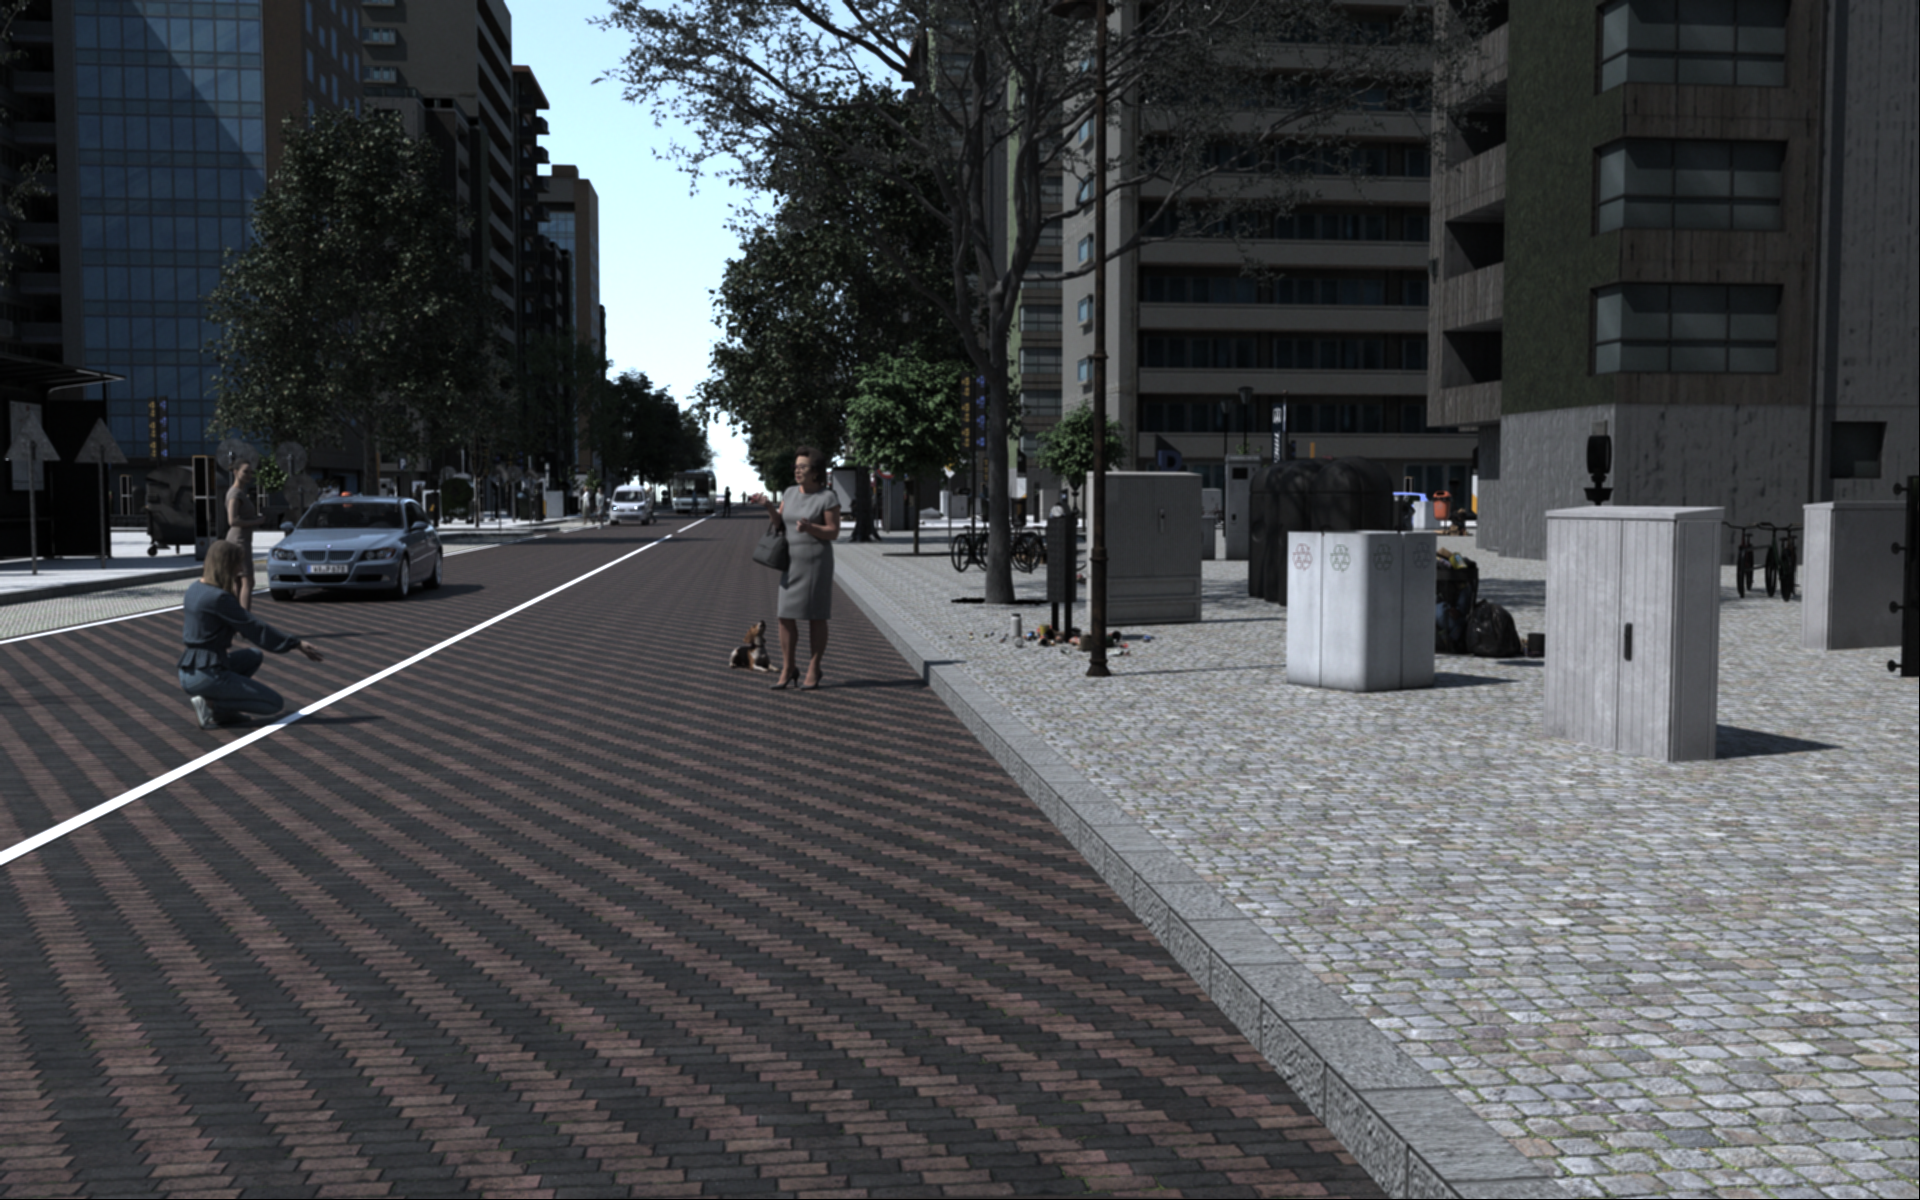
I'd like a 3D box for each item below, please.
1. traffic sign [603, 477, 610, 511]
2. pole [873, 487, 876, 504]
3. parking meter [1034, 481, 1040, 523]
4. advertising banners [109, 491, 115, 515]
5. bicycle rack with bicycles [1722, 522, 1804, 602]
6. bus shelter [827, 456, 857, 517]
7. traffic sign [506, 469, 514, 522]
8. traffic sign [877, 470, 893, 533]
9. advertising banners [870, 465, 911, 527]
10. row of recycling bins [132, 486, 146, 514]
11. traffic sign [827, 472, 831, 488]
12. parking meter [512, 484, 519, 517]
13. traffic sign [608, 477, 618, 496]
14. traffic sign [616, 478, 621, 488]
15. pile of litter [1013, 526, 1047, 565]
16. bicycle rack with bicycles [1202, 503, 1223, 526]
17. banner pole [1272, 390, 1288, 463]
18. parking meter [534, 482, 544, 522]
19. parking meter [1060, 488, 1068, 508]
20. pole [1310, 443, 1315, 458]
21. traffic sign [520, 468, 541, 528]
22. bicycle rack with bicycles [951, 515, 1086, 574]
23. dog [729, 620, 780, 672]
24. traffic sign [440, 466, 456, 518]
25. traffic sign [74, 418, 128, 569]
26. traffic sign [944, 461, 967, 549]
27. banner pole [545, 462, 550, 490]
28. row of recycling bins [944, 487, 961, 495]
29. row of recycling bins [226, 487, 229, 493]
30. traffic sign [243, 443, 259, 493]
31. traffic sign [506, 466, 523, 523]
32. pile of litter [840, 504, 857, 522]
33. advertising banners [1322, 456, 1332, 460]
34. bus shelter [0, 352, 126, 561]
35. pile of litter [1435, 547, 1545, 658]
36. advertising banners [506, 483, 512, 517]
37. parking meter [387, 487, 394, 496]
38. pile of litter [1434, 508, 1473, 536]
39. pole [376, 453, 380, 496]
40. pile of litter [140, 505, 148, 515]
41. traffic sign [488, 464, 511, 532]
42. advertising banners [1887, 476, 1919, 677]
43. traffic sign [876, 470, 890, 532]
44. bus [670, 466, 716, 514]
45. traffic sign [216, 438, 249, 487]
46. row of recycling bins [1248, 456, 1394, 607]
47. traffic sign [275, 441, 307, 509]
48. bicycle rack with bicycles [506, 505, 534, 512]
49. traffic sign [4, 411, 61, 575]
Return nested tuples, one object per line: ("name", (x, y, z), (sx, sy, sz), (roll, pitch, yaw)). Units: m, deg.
("traffic sign", (-27.056, -8.107, 132.659), (0.768, 2.556, 0.104), (0, 4, 0))
("pole", (-4.443, -5.937, 90.908), (0.158, 3.312, 0.155), (0, 3, 0))
("parking meter", (3.397, -4.337, 76.617), (0.255, 1.863, 0.399), (0, 4, 4))
("advertising banners", (-38.645, -5.004, 78.005), (2.074, 3.025, 0.090), (3, 4, 36))
("bicycle rack with bicycles", (10.669, -0.495, 21.478), (2.852, 0.926, 2.925), (3, 4, 36))
("bus shelter", (-6.189, -6.192, 95.166), (2.014, 3.302, 5.546), (0, 4, -7))
("traffic sign", (-20.541, -4.863, 79.620), (0.768, 2.556, 0.104), (0, 4, -1))
("traffic sign", (-2.364, -3.464, 56.738), (0.768, 2.556, 0.104), (0, 4, 2))
("advertising banners", (-2.823, -4.357, 67.429), (2.074, 3.025, 0.090), (2, 4, 28))
("row of recycling bins", (-38.391, -4.697, 83.909), (3.534, 1.692, 1.069), (-1, 4, -22))
("traffic sign", (-7.430, -6.046, 98.965), (0.768, 2.556, 0.104), (0, 4, 2))
("parking meter", (-24.635, -5.524, 96.029), (0.255, 1.863, 0.399), (1, 4, 18))
("traffic sign", (-26.225, -8.006, 131.009), (0.768, 2.556, 0.104), (0, 3, 0))
("traffic sign", (-26.625, -8.203, 134.217), (0.768, 2.556, 0.104), (0, 4, 3))
("pile of litter", (1.548, -1.115, 32.194), (1.176, 0.858, 1.719), (1, 4, 19))
("bicycle rack with bicycles", (11.003, -3.459, 69.935), (2.925, 0.926, 2.852), (2, 4, 27))
("banner pole", (7.752, -3.178, 41.977), (0.401, 3.779, 0.863), (-1, 4, -18))
("parking meter", (-19.713, -4.607, 81.038), (0.255, 1.863, 0.399), (2, 4, 26))
("parking meter", (4.499, -4.078, 75.084), (0.372, 1.533, 0.369), (0, 3, 0))
("pole", (13.956, -4.575, 68.652), (0.158, 3.312, 0.155), (0, 3, 0))
("traffic sign", (-16.407, -3.824, 66.159), (0.795, 2.450, 0.064), (0, 4, -7))
("bicycle rack with bicycles", (1.022, -0.959, 29.058), (2.925, 0.926, 2.852), (-3, 5, -39))
("dog", (-1.652, 0.363, 14.263), (0.550, 0.427, 0.748), (1, 4, 12))
("traffic sign", (-23.290, -4.815, 78.830), (0.768, 2.556, 0.104), (0, 4, -4))
("traffic sign", (-14.663, -1.809, 29.577), (0.884, 2.594, 0.081), (0, 4, -3))
("traffic sign", (-0.240, -2.400, 40.421), (0.795, 2.450, 0.064), (0, 4, 0))
("banner pole", (-28.659, -7.940, 119.836), (0.863, 3.779, 0.401), (2, 4, 33))
("row of recycling bins", (-1.144, -6.154, 107.726), (3.534, 1.692, 1.069), (2, 4, 32))
("row of recycling bins", (-32.204, -4.124, 74.532), (1.069, 1.692, 3.534), (0, 4, -2))
("traffic sign", (-17.710, -2.613, 42.830), (0.768, 2.556, 0.104), (0, 4, 3))
("traffic sign", (-19.924, -4.727, 77.396), (0.768, 2.556, 0.104), (0, 4, -6))
("pile of litter", (-5.135, -4.113, 81.213), (1.176, 0.858, 1.719), (1, 4, 22))
("advertising banners", (17.288, -5.023, 78.309), (2.074, 3.025, 0.090), (3, 4, 38))
("bus shelter", (-17.098, -2.458, 31.466), (1.731, 3.624, 6.357), (0, 4, -7))
("pile of litter", (4.081, -0.012, 14.158), (1.176, 0.858, 1.719), (-2, 4, -35))
("advertising banners", (-25.424, -6.213, 97.777), (0.090, 3.025, 2.074), (-1, 4, -23))
("parking meter", (-21.291, -3.460, 64.985), (0.372, 1.533, 0.369), (0, 3, 0))
("pile of litter", (15.217, -2.419, 53.514), (1.176, 0.858, 1.719), (0, 4, 5))
("pole", (-28.782, -5.611, 85.577), (0.158, 3.312, 0.155), (0, 3, 0))
("pile of litter", (-31.424, -3.234, 66.845), (1.719, 0.858, 1.176), (0, 4, 3))
("traffic sign", (-15.475, -3.339, 58.229), (0.795, 2.450, 0.064), (0, 4, -7))
("advertising banners", (7.545, -0.979, 12.189), (2.074, 3.025, 0.090), (-1, 4, -8))
("traffic sign", (-2.520, -3.594, 58.862), (0.768, 2.556, 0.104), (0, 4, -3))
("bus", (-19.718, -8.202, 128.965), (2.948, 3.499, 13.247), (0, 4, -6))
("traffic sign", (-16.550, -2.403, 39.388), (0.768, 2.556, 0.104), (0, 4, 3))
("row of recycling bins", (4.119, -0.800, 20.193), (1.069, 1.692, 3.534), (0, 4, -5))
("traffic sign", (-16.213, -2.562, 41.996), (0.768, 2.556, 0.104), (0, 4, -3))
("bicycle rack with bicycles", (-28.534, -6.120, 113.439), (2.852, 0.926, 2.925), (3, 4, 37))
("traffic sign", (-14.601, -1.667, 27.259), (0.884, 2.594, 0.081), (0, 4, -1))
